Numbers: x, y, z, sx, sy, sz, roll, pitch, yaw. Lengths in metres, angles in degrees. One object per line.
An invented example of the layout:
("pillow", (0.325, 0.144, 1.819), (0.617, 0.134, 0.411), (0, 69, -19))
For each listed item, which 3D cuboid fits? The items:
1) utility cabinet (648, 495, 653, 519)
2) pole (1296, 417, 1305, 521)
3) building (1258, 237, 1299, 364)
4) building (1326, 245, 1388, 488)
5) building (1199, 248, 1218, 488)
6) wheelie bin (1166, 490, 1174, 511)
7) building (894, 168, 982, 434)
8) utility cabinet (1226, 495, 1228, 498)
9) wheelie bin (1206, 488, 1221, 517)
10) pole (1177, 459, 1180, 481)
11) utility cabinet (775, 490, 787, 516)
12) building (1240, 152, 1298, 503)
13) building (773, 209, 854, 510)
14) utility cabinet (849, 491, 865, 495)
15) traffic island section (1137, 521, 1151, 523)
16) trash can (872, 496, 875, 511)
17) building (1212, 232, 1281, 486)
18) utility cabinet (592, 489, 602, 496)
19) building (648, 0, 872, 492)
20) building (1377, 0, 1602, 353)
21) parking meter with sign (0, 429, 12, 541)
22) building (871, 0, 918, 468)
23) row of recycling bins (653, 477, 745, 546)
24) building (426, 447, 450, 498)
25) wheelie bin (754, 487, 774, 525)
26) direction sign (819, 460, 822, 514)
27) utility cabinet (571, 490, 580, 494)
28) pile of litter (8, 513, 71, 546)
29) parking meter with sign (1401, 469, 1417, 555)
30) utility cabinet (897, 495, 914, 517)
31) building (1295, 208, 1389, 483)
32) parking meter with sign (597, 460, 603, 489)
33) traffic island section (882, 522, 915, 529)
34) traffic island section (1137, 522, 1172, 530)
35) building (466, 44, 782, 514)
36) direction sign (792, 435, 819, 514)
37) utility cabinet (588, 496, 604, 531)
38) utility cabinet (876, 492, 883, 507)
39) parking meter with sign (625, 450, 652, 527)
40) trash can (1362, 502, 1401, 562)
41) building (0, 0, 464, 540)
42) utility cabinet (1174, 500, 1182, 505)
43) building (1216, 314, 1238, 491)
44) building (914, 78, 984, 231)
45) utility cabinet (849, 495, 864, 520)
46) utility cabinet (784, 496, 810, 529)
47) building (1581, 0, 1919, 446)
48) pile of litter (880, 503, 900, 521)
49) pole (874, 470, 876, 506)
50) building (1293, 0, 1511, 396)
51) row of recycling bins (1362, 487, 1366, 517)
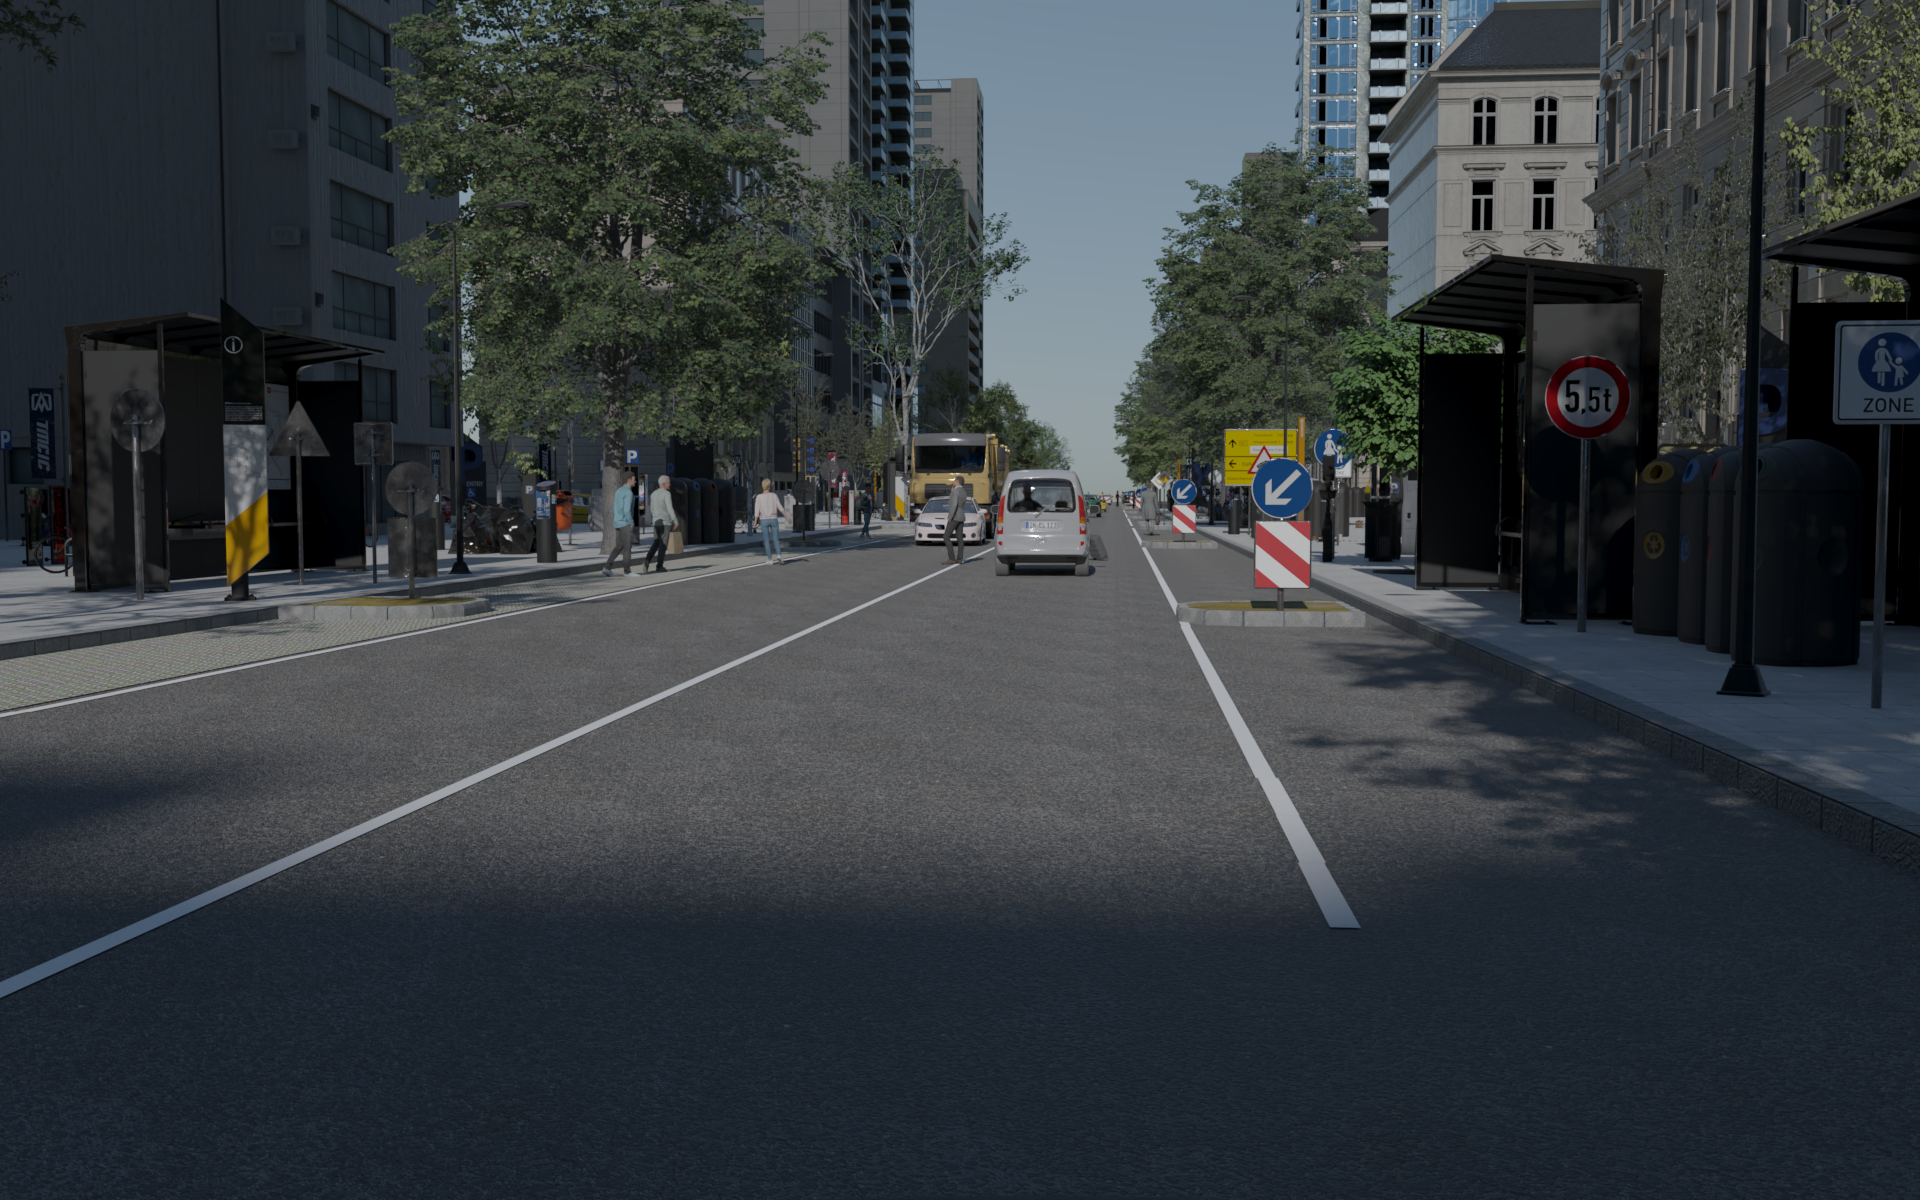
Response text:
("utility cabinet", (-16.284, -4.874, 90.850), (1.020, 1.237, 0.306), (3, 5, 39))
("pole", (9.080, -3.201, 46.177), (0.158, 3.312, 0.155), (0, 3, 0))
("building", (40.304, -25.909, 195.319), (14.160, 30.474, 14.107), (0, 4, 5))
("building", (31.703, -15.768, 122.426), (10.561, 19.102, 19.286), (0, 4, 5))
("building", (49.092, -39.940, 303.133), (14.600, 45.320, 14.200), (0, 4, 5))
("wheelie bin", (16.169, -7.597, 132.119), (0.980, 1.594, 0.693), (-1, 4, -11))
("building", (-8.506, -38.980, 261.029), (21.300, 48.544, 21.600), (0, 4, 5))
("utility cabinet", (17.877, -6.391, 115.647), (1.020, 1.237, 0.306), (3, 5, 39))
("wheelie bin", (14.241, -5.430, 96.685), (0.980, 1.594, 0.693), (-1, 4, -22))
("pole", (12.891, -6.623, 102.135), (0.158, 3.312, 0.155), (0, 3, 0))
("utility cabinet", (-10.291, -5.703, 101.921), (1.173, 1.500, 0.318), (0, 4, -7))
("building", (40.898, -32.166, 209.506), (14.154, 41.232, 14.086), (0, 4, 5))
("building", (-17.243, -19.116, 131.611), (14.314, 24.678, 30.058), (0, 4, 5))
("utility cabinet", (-6.350, -6.066, 107.861), (1.173, 1.500, 0.318), (-1, 4, -11))
("traffic island section", (9.112, -3.473, 79.059), (2.009, 0.180, 2.903), (0, 4, 5))
("trash can", (-6.658, -7.164, 128.784), (0.748, 1.137, 0.748), (0, 3, 0))
("building", (51.943, -38.316, 281.098), (22.147, 44.769, 28.867), (0, 4, 5))
("utility cabinet", (-15.083, -3.985, 73.830), (1.173, 1.500, 0.318), (-2, 4, -31))
("building", (-17.014, -44.497, 165.777), (20.563, 71.187, 20.611), (0, 4, 5))
("building", (46.209, -19.412, 93.796), (44.131, 29.872, 17.030), (0, 4, 5))
("parking meter with sign", (-26.662, -3.100, 46.948), (1.738, 3.016, 0.543), (0, 4, 5))
("building", (-15.589, -53.767, 191.758), (22.319, 86.520, 31.000), (0, 4, 5))
("row of recycling bins", (-6.808, -2.271, 44.242), (1.069, 1.692, 3.534), (1, 4, 18))
("building", (-41.156, -17.210, 99.412), (19.932, 24.808, 12.078), (0, 4, 5))
("wheelie bin", (-8.241, -3.979, 72.964), (0.980, 1.594, 0.693), (1, 4, 18))
("direction sign", (-9.432, -7.476, 114.232), (0.876, 3.537, 0.379), (2, 4, 32))
("utility cabinet", (-19.405, -4.794, 87.058), (0.318, 1.500, 1.173), (-2, 4, -30))
("pile of litter", (-22.627, -1.767, 42.851), (1.719, 0.858, 1.176), (1, 4, 16))
("parking meter with sign", (9.669, -2.453, 36.364), (1.738, 3.016, 0.543), (2, 4, 31))
("utility cabinet", (-3.009, -5.230, 96.677), (1.020, 1.237, 0.306), (-1, 4, -10))
("building", (33.450, -19.138, 141.792), (11.050, 23.489, 19.941), (0, 4, 5))
("parking meter with sign", (-17.695, -5.641, 88.486), (1.738, 3.016, 0.543), (3, 5, 41))
("traffic island section", (-2.099, -3.044, 72.046), (2.009, 0.180, 2.903), (0, 4, 5))
("traffic island section", (8.400, -2.986, 71.106), (2.009, 0.180, 2.903), (0, 4, 5))
("building", (-19.096, -18.764, 104.056), (12.463, 27.353, 25.104), (0, 4, 5))
("direction sign", (-6.031, -4.576, 66.812), (0.876, 3.537, 0.379), (0, 4, 6))
("utility cabinet", (-12.486, -3.007, 60.332), (0.306, 1.237, 1.020), (2, 4, 35))
("utility cabinet", (-7.008, -8.798, 152.530), (0.318, 1.500, 1.173), (2, 4, 28))
("parking meter with sign", (-12.471, -4.349, 67.367), (0.543, 3.016, 1.738), (-2, 4, -31))
("trash can", (8.000, -1.300, 32.910), (0.748, 1.137, 0.748), (0, 3, 0))
("building", (-23.935, -17.272, 54.093), (14.107, 30.474, 14.160), (0, 4, 5))
("utility cabinet", (12.469, -5.351, 98.648), (0.306, 1.237, 1.020), (1, 4, 21))
("building", (45.497, -29.834, 259.489), (14.160, 30.474, 14.107), (0, 4, 5))
("building", (-4.211, -52.911, 303.348), (20.563, 71.187, 20.611), (0, 4, 5))
("utility cabinet", (-4.976, -4.541, 85.402), (1.020, 1.237, 0.306), (0, 4, 5))
("utility cabinet", (-6.003, -3.234, 64.041), (1.020, 1.237, 0.306), (2, 4, 33))
("building", (25.758, -15.162, 45.169), (12.463, 27.353, 25.104), (0, 4, 5))
("pile of litter", (-3.374, -4.323, 84.649), (1.176, 0.858, 1.719), (1, 4, 12))
("pole", (-7.090, -9.227, 144.704), (0.158, 3.312, 0.155), (0, 3, 0))
("building", (41.859, -52.489, 170.868), (22.319, 86.520, 31.000), (0, 4, 5))
("row of recycling bins", (22.144, -5.426, 95.834), (1.069, 1.692, 3.534), (3, 5, 44))
